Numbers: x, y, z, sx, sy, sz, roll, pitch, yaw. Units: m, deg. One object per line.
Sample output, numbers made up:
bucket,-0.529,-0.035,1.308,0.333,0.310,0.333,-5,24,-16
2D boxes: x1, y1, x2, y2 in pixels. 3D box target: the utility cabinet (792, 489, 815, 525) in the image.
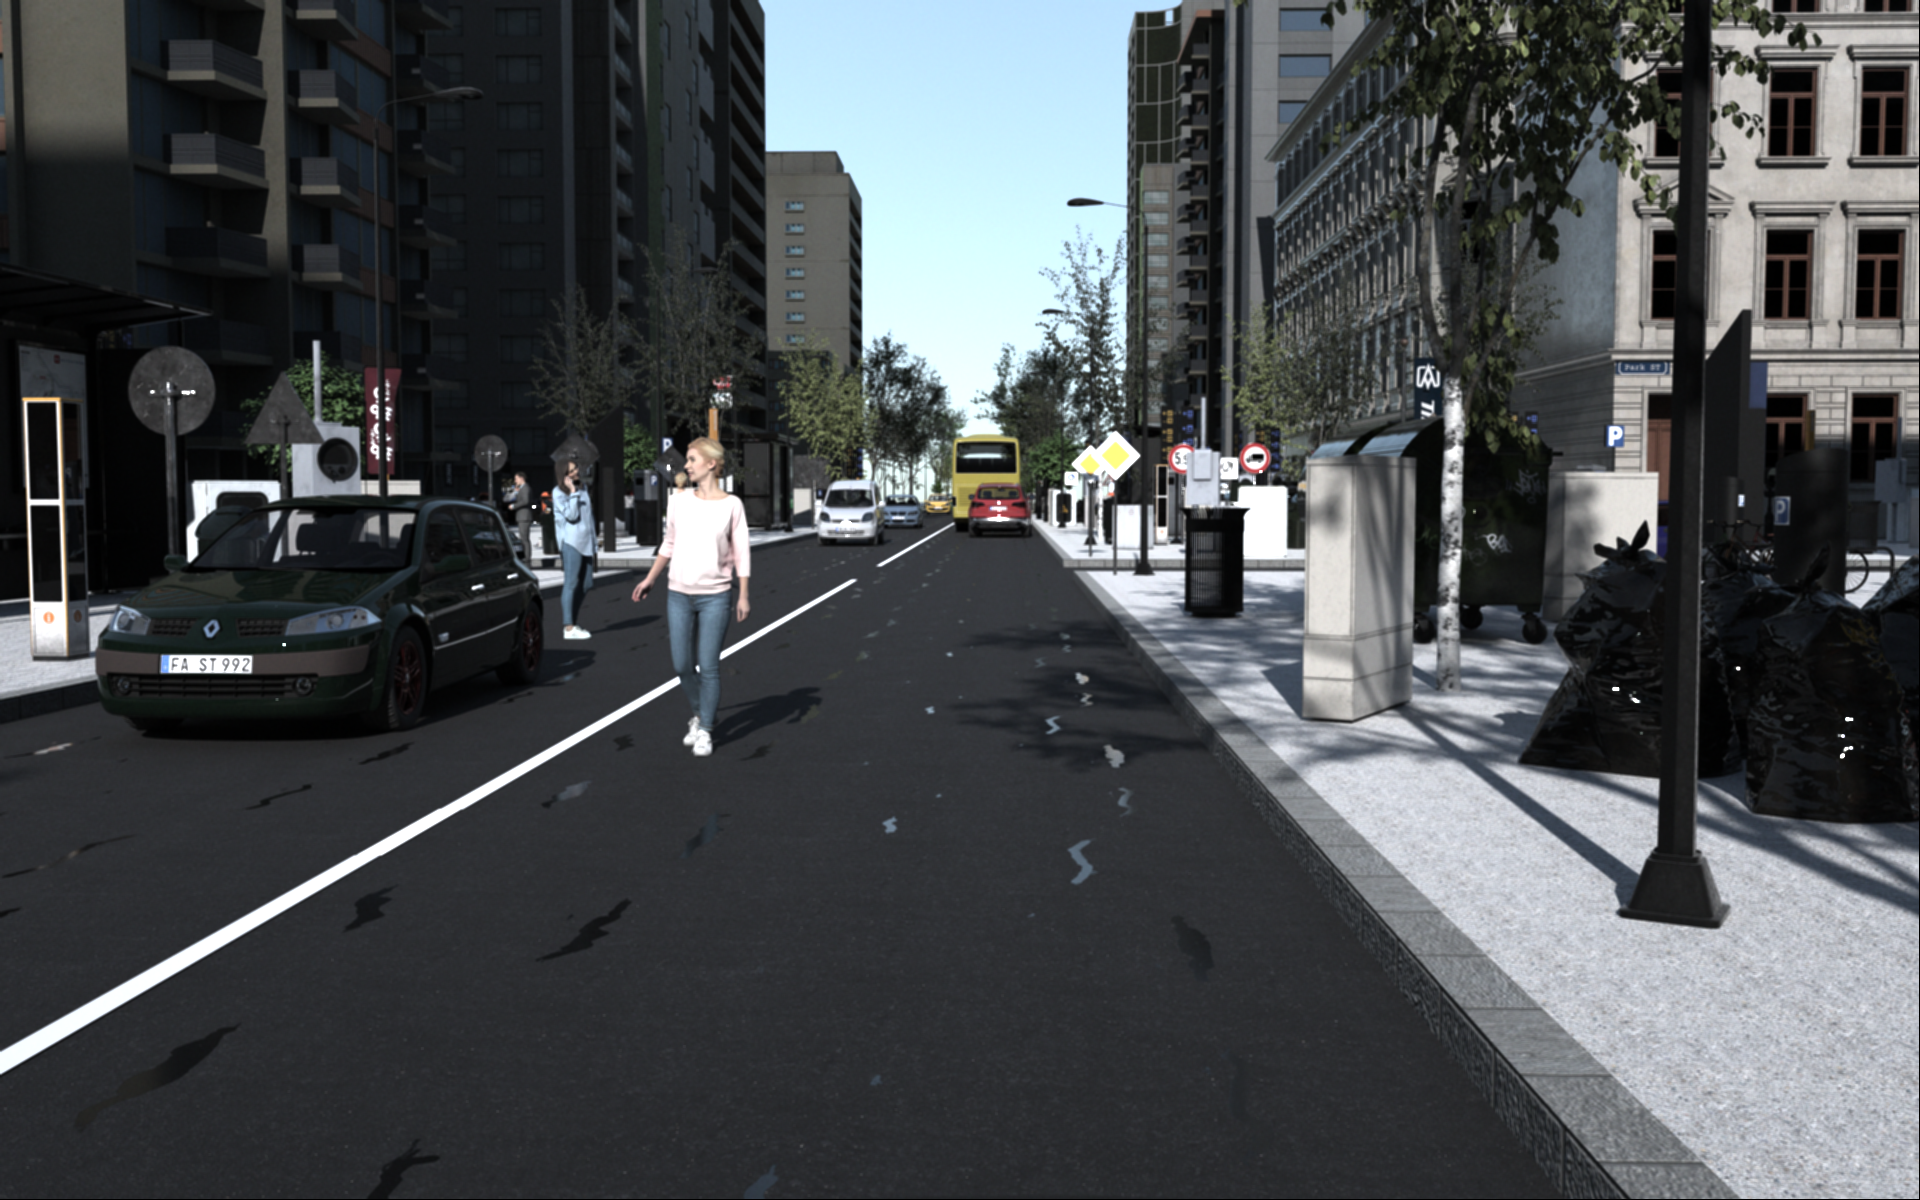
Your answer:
utility cabinet,-6.495,-3.805,70.887,1.173,1.500,0.318,2,4,34

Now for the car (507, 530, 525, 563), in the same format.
car,-9.815,-1.264,30.451,4.222,1.686,2.009,0,4,3

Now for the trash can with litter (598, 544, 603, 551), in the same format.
trash can with litter,-8.624,-1.688,38.989,0.624,1.170,1.055,3,5,41

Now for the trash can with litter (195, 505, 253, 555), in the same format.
trash can with litter,-7.053,-0.318,16.579,0.624,1.170,1.055,0,4,0

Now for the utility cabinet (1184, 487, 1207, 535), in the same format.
utility cabinet,7.035,-2.742,53.509,1.173,1.500,0.318,1,4,13

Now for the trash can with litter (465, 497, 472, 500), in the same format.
trash can with litter,-20.053,-3.687,71.663,0.624,1.170,1.055,3,4,37

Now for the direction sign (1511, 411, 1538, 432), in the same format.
direction sign,15.334,-3.388,47.386,0.876,3.537,0.379,0,4,3

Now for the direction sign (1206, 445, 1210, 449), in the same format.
direction sign,11.001,-5.333,79.194,0.876,3.537,0.379,0,4,-5

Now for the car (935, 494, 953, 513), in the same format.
car,-0.962,-7.540,135.079,2.131,1.459,4.920,0,4,2

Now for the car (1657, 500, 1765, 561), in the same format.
car,12.482,-1.169,31.690,3.894,1.354,1.945,0,4,2

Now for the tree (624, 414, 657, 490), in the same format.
tree,-13.765,-5.368,71.473,4.285,4.588,4.351,0,3,0

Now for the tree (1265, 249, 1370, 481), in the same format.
tree,11.246,-6.281,53.054,4.360,8.622,3.978,0,3,0

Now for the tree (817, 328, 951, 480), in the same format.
tree,-4.832,-9.982,97.621,7.601,10.594,8.767,2,4,34

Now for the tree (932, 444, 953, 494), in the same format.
tree,-2.113,-18.381,250.897,4.737,8.622,4.395,0,3,0

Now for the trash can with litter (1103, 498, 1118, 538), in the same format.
trash can with litter,4.742,-2.403,50.671,1.055,1.170,0.624,2,4,24

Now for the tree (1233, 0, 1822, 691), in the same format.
tree,3.431,-3.711,11.041,4.737,8.622,4.395,0,3,0

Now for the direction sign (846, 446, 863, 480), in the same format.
direction sign,-4.984,-5.503,81.974,0.876,3.537,0.379,2,4,27

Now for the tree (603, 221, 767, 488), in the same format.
tree,-7.020,-5.886,46.593,4.360,8.622,3.978,0,3,0

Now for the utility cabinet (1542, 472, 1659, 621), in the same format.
utility cabinet,6.448,-0.537,17.458,1.173,1.500,0.318,-1,4,-21

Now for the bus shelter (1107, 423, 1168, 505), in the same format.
bus shelter,6.167,-4.213,60.169,1.731,3.624,6.357,0,4,1

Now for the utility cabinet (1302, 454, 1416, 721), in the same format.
utility cabinet,2.347,-0.092,10.177,0.318,1.500,1.173,2,4,30

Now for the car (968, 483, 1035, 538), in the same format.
car,1.391,-3.060,58.708,2.281,1.827,5.304,0,4,3

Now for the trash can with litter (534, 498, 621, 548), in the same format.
trash can with litter,-9.457,-1.916,42.391,2.233,1.210,1.678,0,4,-7

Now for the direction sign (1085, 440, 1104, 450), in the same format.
direction sign,5.642,-4.943,72.810,0.876,3.537,0.379,-2,4,-24

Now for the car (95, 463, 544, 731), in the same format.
car,-4.126,-0.118,11.723,2.009,1.686,4.222,0,4,3

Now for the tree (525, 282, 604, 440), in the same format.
tree,-12.700,-6.685,59.665,4.360,8.622,3.978,0,3,0

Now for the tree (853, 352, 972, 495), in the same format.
tree,-4.149,-14.594,148.977,12.009,13.543,11.850,0,3,0

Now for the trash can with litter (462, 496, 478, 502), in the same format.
trash can with litter,-13.907,-2.415,50.536,2.233,1.210,1.678,-1,4,-21

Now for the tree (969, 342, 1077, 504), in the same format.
tree,8.058,-22.061,216.578,12.611,20.169,13.585,0,3,0

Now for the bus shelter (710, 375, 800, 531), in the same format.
bus shelter,-7.246,-5.094,60.911,2.179,5.291,8.768,0,4,2

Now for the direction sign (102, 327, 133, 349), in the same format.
direction sign,-11.106,-1.892,22.926,0.379,3.537,0.876,0,4,-3

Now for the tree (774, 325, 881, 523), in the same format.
tree,-6.261,-7.657,75.550,4.737,8.622,4.395,0,3,0

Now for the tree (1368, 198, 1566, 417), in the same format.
tree,12.786,-5.631,42.429,4.360,8.622,3.978,0,3,0

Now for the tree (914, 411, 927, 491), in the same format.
tree,-4.158,-10.801,126.962,4.360,8.622,3.978,0,3,0

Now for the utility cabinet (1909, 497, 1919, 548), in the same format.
utility cabinet,22.761,-1.814,40.818,0.306,1.237,1.020,0,4,4

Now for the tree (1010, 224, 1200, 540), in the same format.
tree,4.106,-5.955,47.722,4.360,8.622,3.978,0,3,0

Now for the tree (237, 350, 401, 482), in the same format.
tree,-14.123,-3.357,38.601,4.285,4.588,4.351,0,3,0

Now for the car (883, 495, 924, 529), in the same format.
car,-2.501,-3.756,73.419,2.014,1.417,4.499,0,4,1

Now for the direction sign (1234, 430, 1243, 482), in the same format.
direction sign,9.950,-4.281,61.985,0.379,3.537,0.876,-1,4,-9

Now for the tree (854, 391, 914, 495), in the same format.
tree,-5.314,-10.101,115.521,4.360,8.622,3.978,0,3,0

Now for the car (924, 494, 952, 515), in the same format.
car,-1.520,-6.835,121.975,2.015,1.641,3.980,0,4,0

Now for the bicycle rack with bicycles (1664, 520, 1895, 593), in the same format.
bicycle rack with bicycles,10.771,-0.588,23.002,2.925,0.926,2.852,0,4,-4

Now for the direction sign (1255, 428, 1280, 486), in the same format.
direction sign,10.476,-4.102,59.057,0.876,3.537,0.379,-1,4,-9

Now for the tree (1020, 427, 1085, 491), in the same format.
tree,4.872,-6.159,84.417,4.285,4.588,4.351,0,3,0

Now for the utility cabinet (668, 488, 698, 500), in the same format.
utility cabinet,-9.634,-3.177,60.624,1.173,1.500,0.318,0,4,0

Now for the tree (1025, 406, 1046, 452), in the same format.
tree,6.808,-11.382,136.463,4.737,8.622,4.395,0,3,0

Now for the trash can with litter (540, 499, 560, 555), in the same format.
trash can with litter,-8.380,-1.554,36.790,1.055,1.170,0.624,0,4,-1

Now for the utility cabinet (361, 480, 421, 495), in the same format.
utility cabinet,-9.366,-1.185,28.060,1.173,1.500,0.318,-2,4,-31

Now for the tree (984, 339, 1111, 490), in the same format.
tree,5.852,-10.381,104.147,7.601,10.594,8.767,3,5,40

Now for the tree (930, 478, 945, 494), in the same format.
tree,-2.288,-11.831,188.037,1.663,3.219,1.824,0,3,0

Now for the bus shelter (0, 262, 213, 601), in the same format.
bus shelter,-10.507,-1.709,19.227,1.731,3.624,6.357,0,4,2

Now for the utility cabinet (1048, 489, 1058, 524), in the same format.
utility cabinet,3.947,-3.921,72.788,0.318,1.500,1.173,1,4,11

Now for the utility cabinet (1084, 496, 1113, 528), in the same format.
utility cabinet,5.231,-3.318,65.410,1.020,1.237,0.306,1,4,17

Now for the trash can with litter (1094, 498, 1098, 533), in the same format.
trash can with litter,4.883,-2.725,55.933,1.055,1.170,0.624,-1,4,-9

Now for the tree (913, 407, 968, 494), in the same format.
tree,-2.557,-16.943,202.766,9.928,11.665,9.643,0,3,0

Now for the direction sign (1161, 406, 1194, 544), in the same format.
direction sign,5.581,-3.214,44.542,0.876,3.537,0.379,-1,4,-11

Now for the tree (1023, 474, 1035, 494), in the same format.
tree,6.183,-9.809,154.973,1.663,3.219,1.824,0,3,0

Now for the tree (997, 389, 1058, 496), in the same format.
tree,7.121,-15.857,177.395,7.486,12.596,7.792,0,3,0
